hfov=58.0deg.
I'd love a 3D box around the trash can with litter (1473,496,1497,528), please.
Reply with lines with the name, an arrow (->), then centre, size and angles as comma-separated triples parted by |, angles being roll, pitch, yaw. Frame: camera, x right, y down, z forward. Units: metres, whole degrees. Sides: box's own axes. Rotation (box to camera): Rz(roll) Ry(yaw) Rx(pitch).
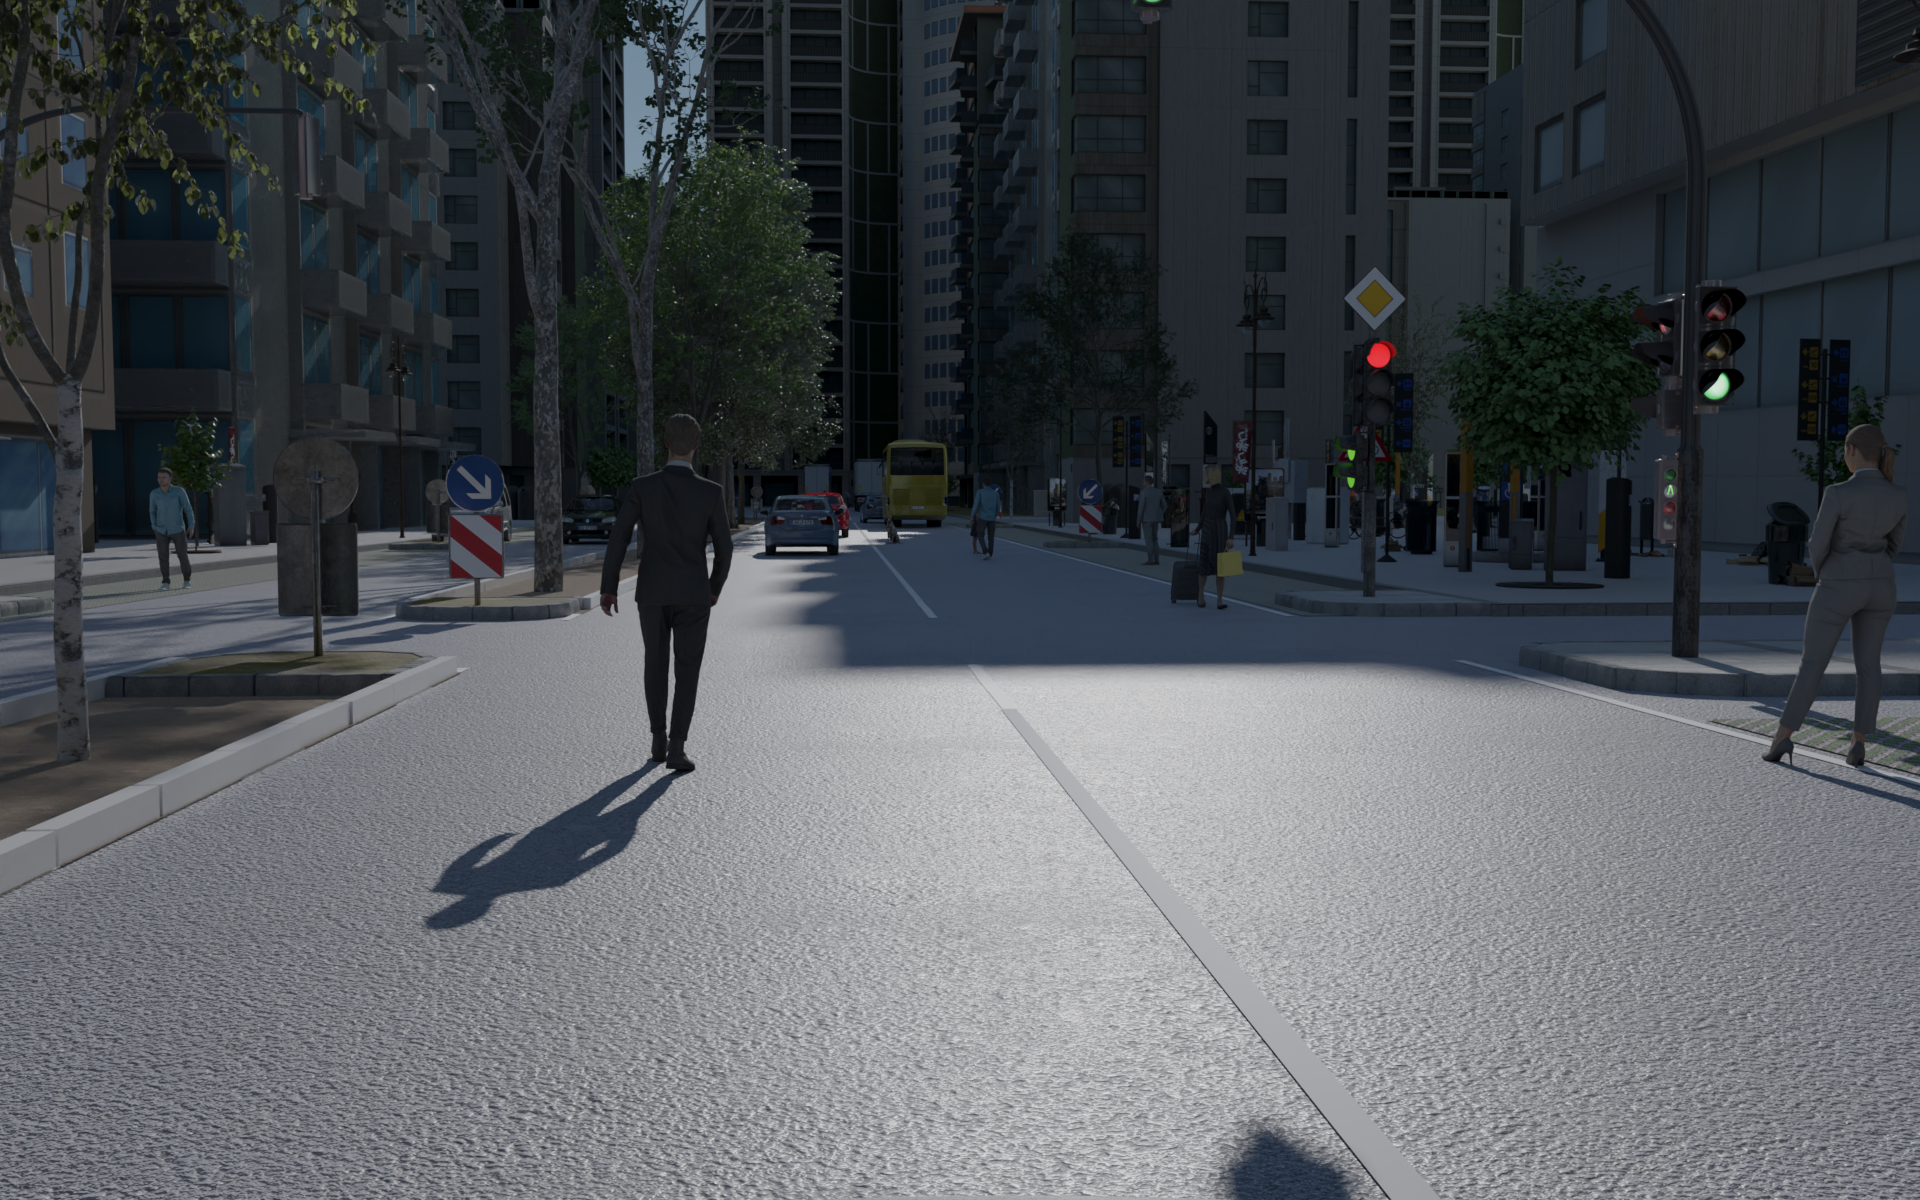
trash can with litter -> 20.687, -3.338, 65.629 | 2.233, 1.210, 1.678 | 3, 5, 42

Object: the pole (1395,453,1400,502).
pole -> 17.335, -4.575, 68.638 | 0.158, 3.312, 0.155 | 0, 3, 0

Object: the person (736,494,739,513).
person -> -16.759, -7.236, 130.032 | 0.599, 1.433, 0.991 | 0, 4, -4

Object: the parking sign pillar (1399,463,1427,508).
parking sign pillar -> 22.162, -5.886, 84.705 | 1.447, 3.967, 1.447 | -1, 4, -11

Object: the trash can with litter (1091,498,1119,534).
trash can with litter -> 4.518, -2.671, 55.052 | 1.055, 1.170, 0.624 | 0, 4, 1

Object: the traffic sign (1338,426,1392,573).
traffic sign -> 6.574, -1.724, 28.199 | 0.884, 2.594, 0.081 | 0, 4, -2

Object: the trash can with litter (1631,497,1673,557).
trash can with litter -> 14.242, -1.529, 36.055 | 1.678, 1.210, 2.233 | 0, 4, -2

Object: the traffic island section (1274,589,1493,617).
traffic island section -> 5.134, 0.039, 21.646 | 2.009, 0.180, 2.903 | 0, 4, -4

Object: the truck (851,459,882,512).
truck -> -7.500, -9.450, 143.413 | 2.839, 4.237, 11.283 | 0, 4, -5

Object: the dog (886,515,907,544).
dog -> -1.825, -2.021, 49.884 | 0.800, 0.831, 0.513 | -1, 4, -22

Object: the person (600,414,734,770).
person -> -1.512, -0.051, 9.115 | 0.659, 1.850, 0.755 | 0, 4, -2

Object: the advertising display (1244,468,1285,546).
advertising display -> 7.439, -2.273, 42.376 | 0.974, 1.923, 0.123 | 0, 4, 2

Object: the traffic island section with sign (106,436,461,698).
traffic island section with sign -> -5.053, -0.305, 13.116 | 2.006, 1.907, 1.989 | 0, 4, -4

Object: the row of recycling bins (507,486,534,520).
row of recycling bins -> -22.588, -4.825, 86.008 | 3.534, 1.692, 1.069 | 2, 4, 27

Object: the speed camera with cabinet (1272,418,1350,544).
speed camera with cabinet -> 9.107, -3.087, 44.803 | 0.660, 3.252, 2.038 | -3, 5, -40

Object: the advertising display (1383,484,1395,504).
advertising display -> 24.229, -5.656, 97.688 | 0.974, 1.923, 0.123 | 1, 4, 10

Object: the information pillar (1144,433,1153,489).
information pillar -> 7.299, -4.629, 67.037 | 0.183, 3.616, 0.504 | 3, 5, 41

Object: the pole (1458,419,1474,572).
pole -> 8.326, -2.117, 28.452 | 0.158, 3.312, 0.155 | 0, 3, 0

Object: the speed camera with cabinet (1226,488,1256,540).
speed camera with cabinet -> 8.525, -3.343, 48.997 | 2.038, 3.252, 0.660 | 0, 4, 3

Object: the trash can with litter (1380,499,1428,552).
trash can with litter -> 9.959, -1.666, 38.627 | 1.055, 1.170, 0.624 | 0, 4, -7

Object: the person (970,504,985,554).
person -> 0.425, -1.725, 41.373 | 0.373, 1.253, 0.362 | 0, 4, -6

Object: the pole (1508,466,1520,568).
pole -> 9.599, -2.208, 29.942 | 0.158, 3.312, 0.155 | 0, 3, 0

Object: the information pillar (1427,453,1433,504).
information pillar -> 26.651, -6.538, 98.248 | 0.504, 3.616, 0.183 | -3, 5, -39

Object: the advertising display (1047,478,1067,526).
advertising display -> 3.901, -3.943, 69.675 | 0.974, 1.923, 0.123 | -3, 5, -41

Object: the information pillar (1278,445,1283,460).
information pillar -> 13.956, -5.101, 74.758 | 0.504, 3.616, 0.183 | 0, 4, 6

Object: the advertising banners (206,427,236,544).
advertising banners -> -19.124, -2.980, 44.905 | 0.090, 3.025, 2.074 | 0, 4, -2

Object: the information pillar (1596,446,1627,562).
information pillar -> 12.297, -2.526, 32.653 | 0.504, 3.616, 0.183 | 1, 4, 19

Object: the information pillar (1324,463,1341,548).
information pillar -> 8.937, -2.266, 41.537 | 0.304, 2.012, 0.304 | 2, 4, 29

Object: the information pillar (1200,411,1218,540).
information pillar -> 7.036, -3.512, 48.780 | 0.504, 3.616, 0.183 | -3, 4, -36

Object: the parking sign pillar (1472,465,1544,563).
parking sign pillar -> 10.431, -2.706, 32.718 | 1.447, 3.967, 1.447 | 1, 4, 19

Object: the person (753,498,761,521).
person -> -10.590, -4.705, 90.448 | 0.505, 1.210, 0.382 | 1, 4, 16

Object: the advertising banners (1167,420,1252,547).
advertising banners -> 5.992, -2.765, 41.401 | 2.074, 3.025, 0.090 | 1, 4, 14

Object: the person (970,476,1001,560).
person -> 0.584, -1.787, 37.743 | 0.660, 1.820, 0.620 | -2, 4, -26

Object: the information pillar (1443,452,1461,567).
information pillar -> 8.648, -1.583, 30.373 | 0.304, 2.012, 0.304 | 1, 4, 16

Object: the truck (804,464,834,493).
truck -> -13.687, -10.915, 167.371 | 2.839, 4.237, 11.283 | 0, 4, -3

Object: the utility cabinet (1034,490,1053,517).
utility cabinet -> 4.693, -5.335, 95.899 | 1.173, 1.500, 0.318 | -1, 4, -16

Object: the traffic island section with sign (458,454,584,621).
traffic island section with sign -> -5.597, -0.756, 20.503 | 2.006, 1.907, 1.989 | 0, 4, -4

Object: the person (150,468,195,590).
person -> -11.773, -1.065, 25.924 | 0.660, 1.820, 0.620 | -1, 4, -8

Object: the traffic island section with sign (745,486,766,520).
traffic island section with sign -> -11.229, -5.339, 95.431 | 2.006, 1.907, 1.989 | 0, 4, -4

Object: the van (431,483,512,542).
van -> -14.271, -2.670, 50.674 | 2.013, 2.044, 4.112 | 0, 4, -3

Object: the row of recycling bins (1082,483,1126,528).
row of recycling bins -> 5.633, -3.669, 67.100 | 1.069, 1.692, 3.534 | -1, 4, -18

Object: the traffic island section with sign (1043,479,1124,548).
traffic island section with sign -> 3.272, -2.313, 46.441 | 1.989, 1.847, 2.006 | 0, 4, -4

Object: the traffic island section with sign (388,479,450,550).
traffic island section with sign -> -13.652, -2.232, 45.119 | 1.989, 1.847, 2.006 | 0, 4, -4

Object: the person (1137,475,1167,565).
person -> 3.835, -1.601, 34.783 | 0.635, 1.810, 0.391 | -3, 5, -41

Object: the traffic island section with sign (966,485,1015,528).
traffic island section with sign -> 1.261, -3.957, 73.321 | 1.989, 1.847, 2.006 | 0, 4, -4

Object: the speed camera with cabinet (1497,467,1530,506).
speed camera with cabinet -> 17.751, -3.666, 54.278 | 2.038, 3.252, 0.660 | -2, 4, -32

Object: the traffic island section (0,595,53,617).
traffic island section -> -12.110, 0.117, 20.361 | 2.009, 0.180, 2.903 | 0, 4, -4

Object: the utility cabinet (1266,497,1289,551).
utility cabinet -> 7.198, -1.726, 39.379 | 0.306, 1.237, 1.020 | 0, 4, -3

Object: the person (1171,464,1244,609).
person -> 3.142, -0.813, 22.016 | 0.699, 1.804, 1.509 | 0, 4, -2

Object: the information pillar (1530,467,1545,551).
information pillar -> 13.047, -2.111, 39.010 | 0.304, 2.012, 0.304 | -2, 4, -23

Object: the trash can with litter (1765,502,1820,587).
trash can with litter -> 11.790, -0.794, 24.369 | 0.624, 1.170, 1.055 | 0, 4, 0

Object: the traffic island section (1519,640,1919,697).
traffic island section -> 5.731, 0.526, 13.683 | 2.009, 0.180, 2.903 | 0, 4, -4

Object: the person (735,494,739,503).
person -> -15.098, -6.492, 117.882 | 0.697, 1.427, 0.421 | 0, 4, 7

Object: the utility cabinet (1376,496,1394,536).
utility cabinet -> 13.086, -2.620, 53.999 | 0.306, 1.237, 1.020 | -1, 4, -23

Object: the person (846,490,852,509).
person -> -10.910, -9.932, 170.754 | 0.599, 1.838, 0.709 | -1, 4, -14

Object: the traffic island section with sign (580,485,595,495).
traffic island section with sign -> -15.768, -3.959, 73.353 | 1.989, 1.847, 2.006 | 0, 4, -4

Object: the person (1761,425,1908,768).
person -> 4.621, -0.022, 9.140 | 0.520, 1.790, 0.573 | -1, 4, -23
